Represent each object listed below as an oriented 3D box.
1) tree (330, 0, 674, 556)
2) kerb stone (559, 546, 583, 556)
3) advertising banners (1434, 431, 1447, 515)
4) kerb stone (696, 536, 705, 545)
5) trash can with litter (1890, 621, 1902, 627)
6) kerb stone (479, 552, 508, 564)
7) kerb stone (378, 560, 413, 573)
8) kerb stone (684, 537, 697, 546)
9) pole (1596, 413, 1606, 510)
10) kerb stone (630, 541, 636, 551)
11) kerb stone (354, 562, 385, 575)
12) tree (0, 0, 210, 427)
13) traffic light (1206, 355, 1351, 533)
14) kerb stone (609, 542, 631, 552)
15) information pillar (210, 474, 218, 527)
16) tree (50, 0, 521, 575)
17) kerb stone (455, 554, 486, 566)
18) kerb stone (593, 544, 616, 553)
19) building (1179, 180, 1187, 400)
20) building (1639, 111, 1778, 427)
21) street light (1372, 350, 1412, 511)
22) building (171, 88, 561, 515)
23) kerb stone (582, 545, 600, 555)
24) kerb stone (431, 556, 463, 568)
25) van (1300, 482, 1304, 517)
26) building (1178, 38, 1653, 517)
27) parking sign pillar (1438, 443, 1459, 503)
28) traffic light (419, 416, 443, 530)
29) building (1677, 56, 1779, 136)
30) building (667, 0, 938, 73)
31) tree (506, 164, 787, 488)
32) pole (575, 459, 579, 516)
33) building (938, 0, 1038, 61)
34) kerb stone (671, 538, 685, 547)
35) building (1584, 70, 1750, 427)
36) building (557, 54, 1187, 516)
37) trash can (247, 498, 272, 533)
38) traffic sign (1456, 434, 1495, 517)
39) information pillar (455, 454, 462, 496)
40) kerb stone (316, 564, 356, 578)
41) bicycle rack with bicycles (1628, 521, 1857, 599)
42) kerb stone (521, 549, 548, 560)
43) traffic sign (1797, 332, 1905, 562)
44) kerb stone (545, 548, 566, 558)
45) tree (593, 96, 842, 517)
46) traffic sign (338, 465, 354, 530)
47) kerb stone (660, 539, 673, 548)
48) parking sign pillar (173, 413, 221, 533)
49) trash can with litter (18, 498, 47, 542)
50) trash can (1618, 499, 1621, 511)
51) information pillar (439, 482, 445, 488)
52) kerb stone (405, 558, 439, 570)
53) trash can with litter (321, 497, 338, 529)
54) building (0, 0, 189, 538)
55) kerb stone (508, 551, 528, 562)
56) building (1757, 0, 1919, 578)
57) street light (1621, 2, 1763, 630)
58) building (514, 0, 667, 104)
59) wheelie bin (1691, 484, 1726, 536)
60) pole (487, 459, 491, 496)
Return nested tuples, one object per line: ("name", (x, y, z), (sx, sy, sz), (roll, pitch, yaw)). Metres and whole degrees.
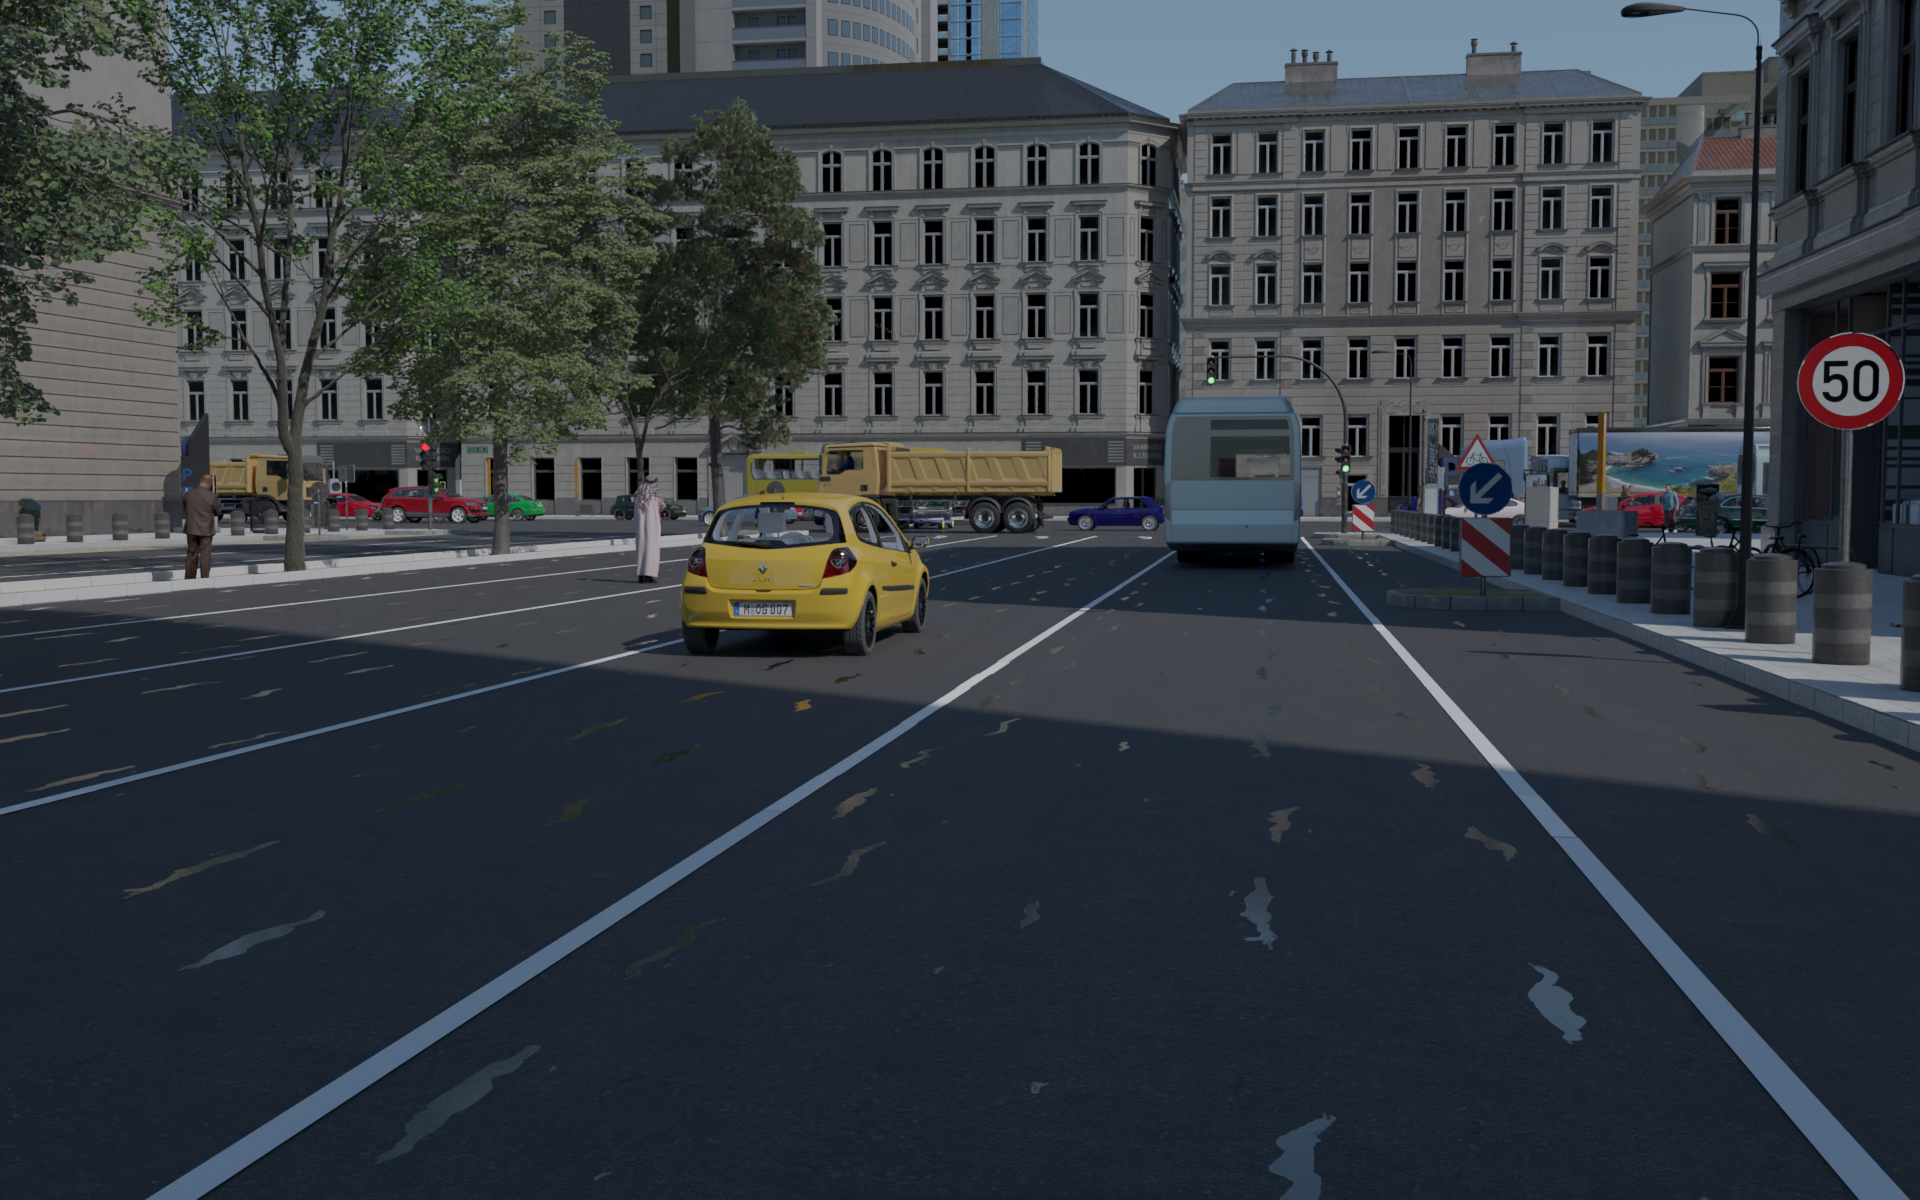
("tree", (-10.323, -7.237, 38.906), (7.486, 12.596, 7.792), (0, 3, 0))
("kerb stone", (-9.042, -1.095, 40.162), (0.120, 0.150, 1.000), (1, 4, 10))
("advertising banners", (13.165, -3.138, 47.491), (0.090, 3.025, 2.074), (0, 4, 8))
("kerb stone", (-7.438, -1.658, 49.297), (0.120, 0.150, 1.000), (1, 4, 10))
("trash can with litter", (10.059, -0.322, 16.316), (2.233, 1.210, 1.678), (2, 4, 32))
("kerb stone", (-9.749, -0.849, 36.083), (0.120, 0.150, 1.000), (1, 4, 10))
("kerb stone", (-10.463, -0.601, 32.026), (0.120, 0.150, 1.000), (1, 4, 10))
("kerb stone", (-7.611, -1.596, 48.284), (0.120, 0.150, 1.000), (1, 4, 10))
("pole", (16.193, -3.053, 43.755), (0.158, 3.312, 0.155), (0, 3, 0))
("kerb stone", (-8.326, -1.347, 44.212), (0.120, 0.150, 1.000), (1, 4, 10))
("kerb stone", (-10.646, -0.539, 31.011), (0.120, 0.150, 1.000), (1, 4, 10))
("tree", (-13.450, -6.731, 19.160), (9.857, 13.997, 8.962), (0, 3, 0))
("traffic light", (10.452, -5.016, 56.687), (4.771, 5.953, 1.251), (1, 4, 10))
("kerb stone", (-8.504, -1.285, 43.200), (0.120, 0.150, 1.000), (1, 4, 10))
("information pillar", (-27.004, -3.547, 62.479), (0.304, 2.012, 0.304), (0, 4, -5))
("tree", (-11.428, -6.193, 29.475), (9.928, 11.665, 9.643), (0, 3, 0))
("kerb stone", (-9.931, -0.788, 35.071), (0.120, 0.150, 1.000), (1, 4, 10))
("kerb stone", (-8.686, -1.221, 42.188), (0.120, 0.150, 1.000), (1, 4, 10))
("building", (31.399, -39.594, 266.970), (30.456, 49.044, 23.786), (1, 4, 10))
("building", (49.650, -15.892, 95.990), (21.152, 22.565, 11.583), (1, 4, 10))
("street light", (13.950, -5.095, 55.849), (1.470, 5.913, 1.316), (1, 4, 10))
("building", (-51.552, -20.825, 116.902), (44.131, 29.872, 17.030), (1, 4, 10))
("kerb stone", (-8.859, -1.157, 41.174), (0.120, 0.150, 1.000), (1, 4, 10))
("kerb stone", (-10.115, -0.725, 34.054), (0.120, 0.150, 1.000), (1, 4, 10))
("van", (13.549, -4.727, 81.675), (5.245, 2.365, 2.240), (1, 4, 11))
("building", (25.593, -18.572, 100.908), (25.104, 27.353, 12.463), (1, 4, 10))
("parking sign pillar", (26.110, -6.353, 92.346), (1.447, 3.967, 1.447), (-1, 4, -18))
("traffic light", (-18.957, -4.467, 61.952), (0.839, 4.253, 0.868), (1, 4, 10))
("building", (89.233, -34.606, 189.508), (21.600, 48.544, 21.300), (1, 4, 10))
("building", (-15.137, -38.638, 173.733), (21.231, 58.520, 28.212), (1, 4, 10))
("tree", (-8.577, -6.755, 47.308), (8.767, 10.594, 7.601), (1, 4, 10))
("pole", (-22.369, -6.559, 101.084), (0.158, 3.312, 0.155), (0, 3, 0))
("building", (0.391, -58.576, 270.381), (31.000, 86.520, 22.319), (1, 4, 10))
("kerb stone", (-7.786, -1.534, 47.271), (0.120, 0.150, 1.000), (1, 4, 10))
("building", (54.335, -28.880, 164.076), (32.217, 40.220, 23.993), (1, 4, 10))
("building", (-8.054, -20.364, 109.364), (44.131, 29.872, 17.030), (1, 4, 10))
("trash can", (-22.927, -2.755, 56.704), (0.748, 1.137, 0.748), (0, 3, 0))
("traffic sign", (11.187, -2.295, 37.522), (0.884, 2.594, 0.081), (1, 4, 18))
("information pillar", (-29.231, -6.705, 100.987), (0.504, 3.616, 0.183), (3, 5, 42))
("kerb stone", (-10.822, -0.477, 29.993), (0.120, 0.150, 1.000), (1, 4, 10))
("bicycle rack with bicycles", (10.150, -0.548, 22.345), (2.852, 0.926, 2.925), (-1, 4, -9))
("kerb stone", (-9.397, -0.974, 38.126), (0.120, 0.150, 1.000), (1, 4, 10))
("traffic sign", (7.020, -0.833, 13.724), (0.768, 2.556, 0.104), (1, 4, 17))
("kerb stone", (-9.220, -1.036, 39.138), (0.120, 0.150, 1.000), (1, 4, 10))
("tree", (-7.776, -8.874, 54.975), (7.806, 13.903, 7.818), (0, 3, 0))
("traffic sign", (-21.669, -3.611, 61.173), (0.606, 2.300, 0.079), (1, 4, 11))
("kerb stone", (-7.968, -1.472, 46.259), (0.120, 0.150, 1.000), (1, 4, 10))
("parking sign pillar", (-25.233, -4.202, 57.175), (1.447, 3.967, 1.447), (0, 4, -1))
("trash can with litter", (-24.894, -2.155, 46.618), (1.055, 1.170, 0.624), (3, 5, 41))
("trash can", (51.948, -7.675, 137.144), (0.748, 1.137, 0.748), (0, 3, 0))
("information pillar", (-30.639, -5.994, 102.488), (0.304, 2.012, 0.304), (-2, 4, -32))
("kerb stone", (-10.286, -0.661, 33.039), (0.120, 0.150, 1.000), (1, 4, 10))
("trash can with litter", (-22.901, -3.147, 62.846), (0.624, 1.170, 1.055), (-1, 4, -20))
("building", (-39.199, -15.732, 54.482), (25.104, 27.353, 12.463), (1, 4, 10))
("kerb stone", (-9.571, -0.911, 37.108), (0.120, 0.150, 1.000), (1, 4, 10))
("building", (19.465, -10.982, 30.472), (10.553, 20.767, 40.483), (1, 4, 10))
("street light", (6.942, -2.685, 16.446), (1.470, 5.913, 1.316), (1, 4, 10))
("building", (-40.186, -47.303, 211.658), (20.611, 71.187, 20.563), (1, 4, 10))
("wheelie bin", (22.942, -2.764, 53.098), (0.980, 1.594, 0.693), (2, 4, 24))
("pole", (-27.317, -6.524, 100.508), (0.158, 3.312, 0.155), (0, 3, 0))
